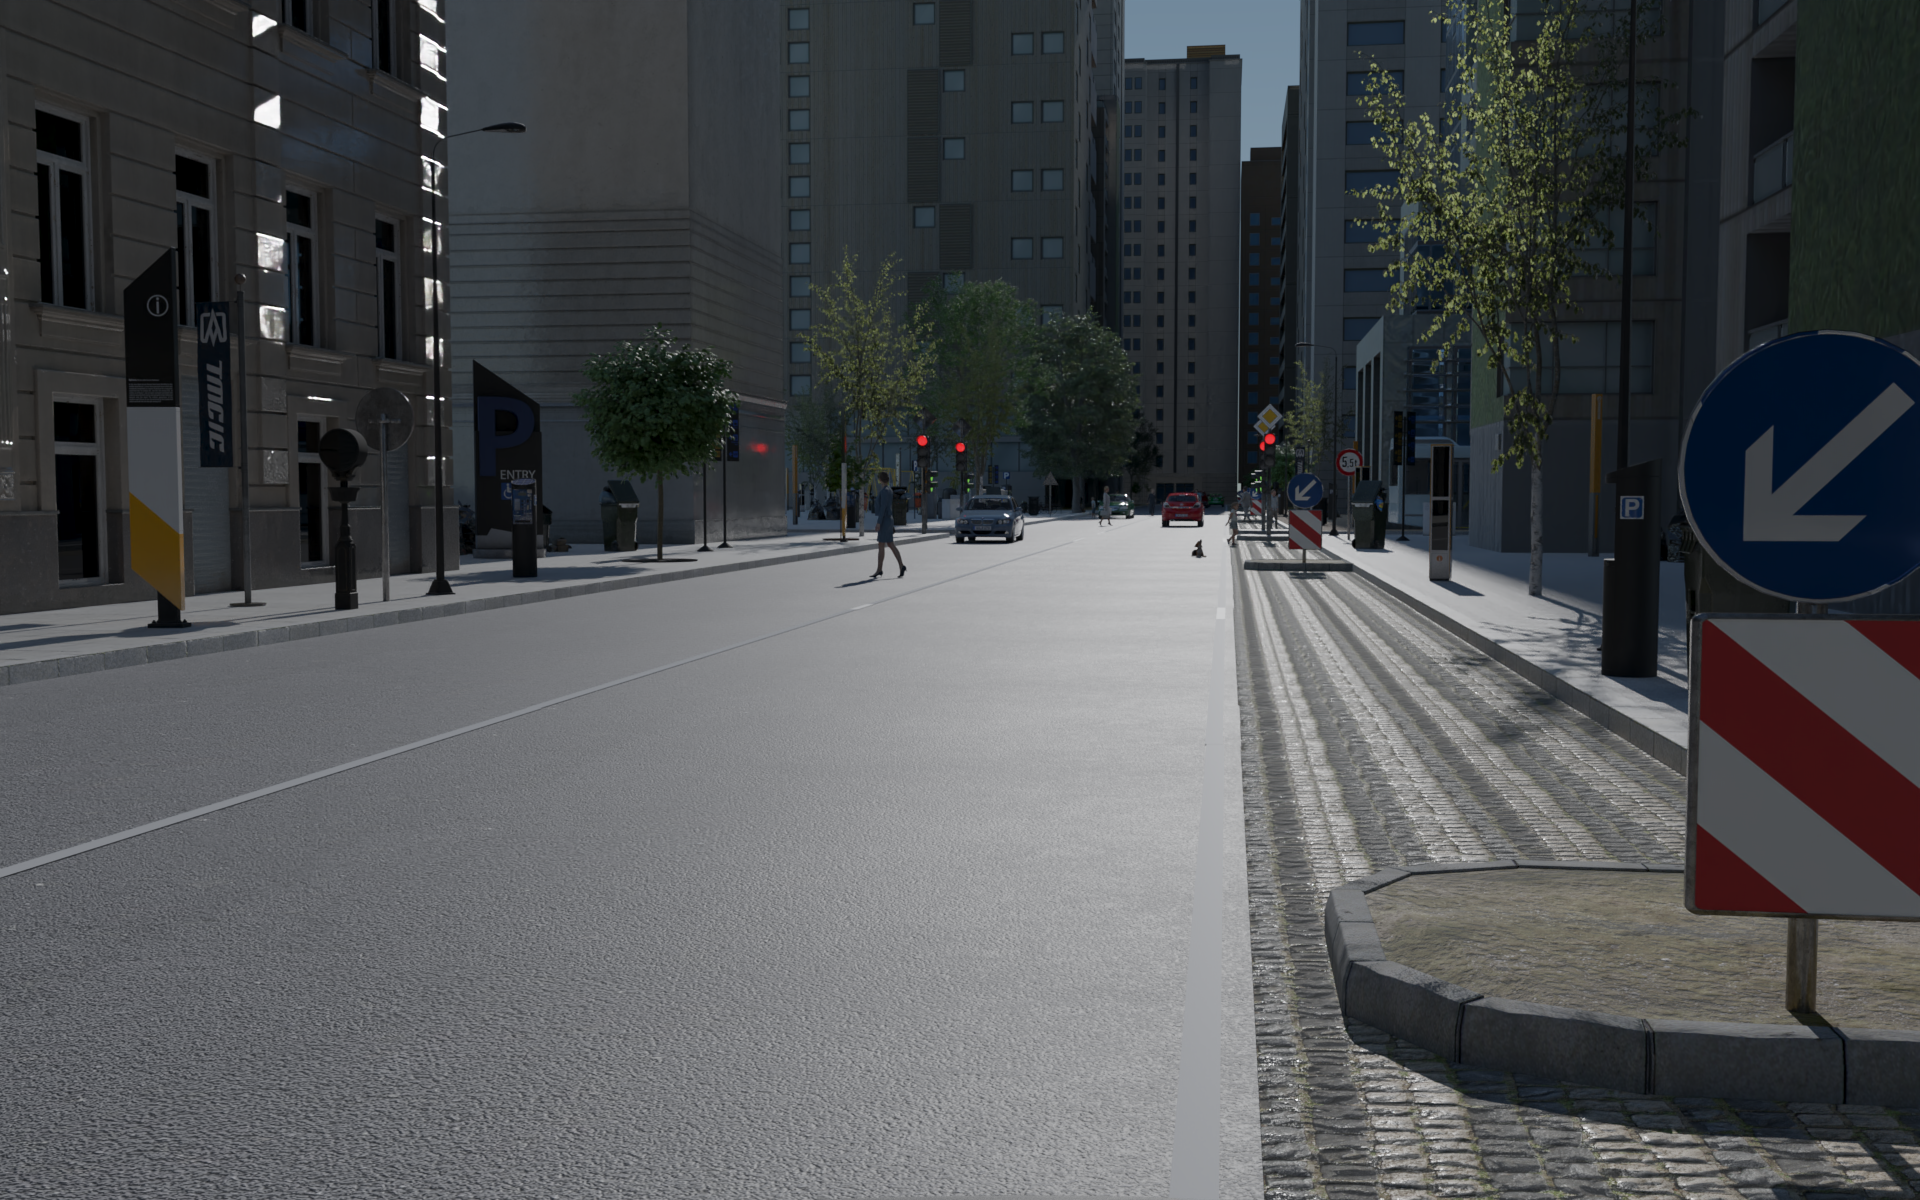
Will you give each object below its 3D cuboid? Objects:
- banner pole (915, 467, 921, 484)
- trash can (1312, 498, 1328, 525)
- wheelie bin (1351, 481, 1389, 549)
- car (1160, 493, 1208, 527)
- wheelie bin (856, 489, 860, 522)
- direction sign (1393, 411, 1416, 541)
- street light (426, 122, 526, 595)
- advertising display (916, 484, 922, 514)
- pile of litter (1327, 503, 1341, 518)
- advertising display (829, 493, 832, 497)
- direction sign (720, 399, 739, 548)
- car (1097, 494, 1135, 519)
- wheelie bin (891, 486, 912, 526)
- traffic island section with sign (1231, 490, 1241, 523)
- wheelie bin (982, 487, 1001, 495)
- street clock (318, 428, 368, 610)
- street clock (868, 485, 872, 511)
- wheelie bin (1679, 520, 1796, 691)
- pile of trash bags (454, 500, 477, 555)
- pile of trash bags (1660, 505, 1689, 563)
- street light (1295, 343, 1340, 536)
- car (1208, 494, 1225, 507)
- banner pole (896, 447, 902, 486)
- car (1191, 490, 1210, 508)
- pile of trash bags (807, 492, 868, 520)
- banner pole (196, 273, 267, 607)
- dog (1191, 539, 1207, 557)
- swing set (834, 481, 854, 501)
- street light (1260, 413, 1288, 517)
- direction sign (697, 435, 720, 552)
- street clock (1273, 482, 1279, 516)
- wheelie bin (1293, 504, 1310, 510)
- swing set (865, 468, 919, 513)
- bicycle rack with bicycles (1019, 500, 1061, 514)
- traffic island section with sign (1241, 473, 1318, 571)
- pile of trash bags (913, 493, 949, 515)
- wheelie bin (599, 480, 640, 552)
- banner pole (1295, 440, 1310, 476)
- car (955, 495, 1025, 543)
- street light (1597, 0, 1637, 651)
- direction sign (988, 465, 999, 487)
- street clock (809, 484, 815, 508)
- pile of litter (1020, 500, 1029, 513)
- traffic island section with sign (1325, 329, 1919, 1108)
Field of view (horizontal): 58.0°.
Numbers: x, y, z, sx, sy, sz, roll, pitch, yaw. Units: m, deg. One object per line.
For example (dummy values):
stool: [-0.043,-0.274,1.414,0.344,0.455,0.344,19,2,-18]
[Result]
banner pole: [-3.181,-8.646,131.379,0.863,3.779,0.401,2,4,33]
trash can: [14.724,-3.625,70.914,0.748,1.137,0.748,0,3,0]
wheelie bin: [9.619,-2.005,40.685,0.693,1.594,0.980,-3,5,-40]
car: [9.947,-4.163,77.103,2.155,1.783,4.494,1,4,9]
wheelie bin: [-4.728,-4.306,78.318,0.693,1.594,0.980,2,4,33]
direction sign: [12.164,-3.392,47.460,0.876,3.537,0.379,-3,4,-36]
street light: [-6.105,-3.017,21.868,1.470,5.913,1.316,1,4,9]
advertising display: [-2.517,-6.688,114.558,0.123,1.923,0.974,3,5,45]
pile of litter: [20.083,-4.939,94.720,1.719,0.858,1.176,0,4,8]
advertising display: [-9.232,-7.216,123.190,0.123,1.923,0.974,-1,4,-8]
direction sign: [-5.602,-3.009,41.188,0.379,3.537,0.876,3,5,43]
car: [9.133,-5.452,100.936,2.131,1.459,4.920,1,4,10]
wheelie bin: [-2.452,-3.833,70.577,0.980,1.594,0.693,0,4,-5]
traffic island section with sign: [14.632,-4.748,86.261,1.989,1.847,2.006,1,4,9]
wheelie bin: [1.404,-4.102,74.974,0.980,1.594,0.693,-1,4,-9]
street clock: [-6.828,-0.896,19.222,0.471,2.002,0.358,0,4,7]
street clock: [-6.932,-7.901,133.749,0.358,2.002,0.471,0,4,-6]
wheelie bin: [4.935,-0.187,10.971,0.693,1.594,0.980,1,4,12]
pile of trash bags: [-11.881,-1.677,37.168,3.447,1.369,1.912,1,4,23]
pile of trash bags: [14.681,-1.444,33.356,3.447,1.369,1.912,-1,4,-13]
street light: [10.982,-4.936,53.240,1.470,5.913,1.316,1,4,9]
car: [28.151,-11.106,190.374,1.959,1.807,4.718,1,4,9]
banner pole: [-3.293,-6.312,93.222,0.401,3.779,0.863,-2,4,-25]
car: [24.195,-10.224,175.830,2.281,1.827,5.304,1,4,9]
pile of trash bags: [-5.866,-4.675,86.184,1.912,1.369,3.447,3,5,41]
banner pole: [-8.388,-1.824,19.838,0.863,3.779,0.401,1,4,19]
dog: [5.505,-1.180,39.479,0.550,0.427,0.748,3,4,36]
swing set: [-8.369,-8.691,139.712,3.119,2.851,2.862,1,4,19]
street light: [17.580,-7.568,96.284,1.470,5.913,1.316,1,4,9]
direction sign: [-5.688,-2.848,38.570,0.379,3.537,0.876,-1,4,-20]
street clock: [18.662,-5.981,102.363,0.358,2.002,0.471,-1,4,-11]
wheelie bin: [14.589,-4.033,73.851,0.693,1.594,0.980,-1,4,-10]
swing set: [-4.657,-7.283,116.692,3.119,2.851,2.862,-1,4,-22]
bicycle rack with bicycles: [5.127,-6.008,111.610,2.925,0.926,2.852,-1,4,-22]
traffic island section with sign: [6.413,-1.485,32.910,1.989,1.847,2.006,1,4,9]
pile of trash bags: [-1.786,-5.922,106.571,1.912,1.369,3.447,2,4,33]
wheelie bin: [-7.669,-1.891,38.825,0.693,1.594,0.980,3,4,36]
banner pole: [15.968,-5.537,80.548,0.863,3.779,0.401,1,4,20]
car: [0.938,-2.468,52.361,2.014,1.417,4.499,0,4,8]
street light: [4.869,-2.543,14.113,1.470,5.913,1.316,1,4,9]
direction sign: [2.594,-8.744,134.959,0.876,3.537,0.379,2,4,23]
street clock: [-11.698,-8.205,138.720,0.358,2.002,0.471,0,4,2]
pile of litter: [4.628,-6.354,117.845,1.176,0.858,1.719,2,4,33]
traffic island section with sign: [2.098,0.223,4.984,1.989,1.847,2.006,1,4,9]
